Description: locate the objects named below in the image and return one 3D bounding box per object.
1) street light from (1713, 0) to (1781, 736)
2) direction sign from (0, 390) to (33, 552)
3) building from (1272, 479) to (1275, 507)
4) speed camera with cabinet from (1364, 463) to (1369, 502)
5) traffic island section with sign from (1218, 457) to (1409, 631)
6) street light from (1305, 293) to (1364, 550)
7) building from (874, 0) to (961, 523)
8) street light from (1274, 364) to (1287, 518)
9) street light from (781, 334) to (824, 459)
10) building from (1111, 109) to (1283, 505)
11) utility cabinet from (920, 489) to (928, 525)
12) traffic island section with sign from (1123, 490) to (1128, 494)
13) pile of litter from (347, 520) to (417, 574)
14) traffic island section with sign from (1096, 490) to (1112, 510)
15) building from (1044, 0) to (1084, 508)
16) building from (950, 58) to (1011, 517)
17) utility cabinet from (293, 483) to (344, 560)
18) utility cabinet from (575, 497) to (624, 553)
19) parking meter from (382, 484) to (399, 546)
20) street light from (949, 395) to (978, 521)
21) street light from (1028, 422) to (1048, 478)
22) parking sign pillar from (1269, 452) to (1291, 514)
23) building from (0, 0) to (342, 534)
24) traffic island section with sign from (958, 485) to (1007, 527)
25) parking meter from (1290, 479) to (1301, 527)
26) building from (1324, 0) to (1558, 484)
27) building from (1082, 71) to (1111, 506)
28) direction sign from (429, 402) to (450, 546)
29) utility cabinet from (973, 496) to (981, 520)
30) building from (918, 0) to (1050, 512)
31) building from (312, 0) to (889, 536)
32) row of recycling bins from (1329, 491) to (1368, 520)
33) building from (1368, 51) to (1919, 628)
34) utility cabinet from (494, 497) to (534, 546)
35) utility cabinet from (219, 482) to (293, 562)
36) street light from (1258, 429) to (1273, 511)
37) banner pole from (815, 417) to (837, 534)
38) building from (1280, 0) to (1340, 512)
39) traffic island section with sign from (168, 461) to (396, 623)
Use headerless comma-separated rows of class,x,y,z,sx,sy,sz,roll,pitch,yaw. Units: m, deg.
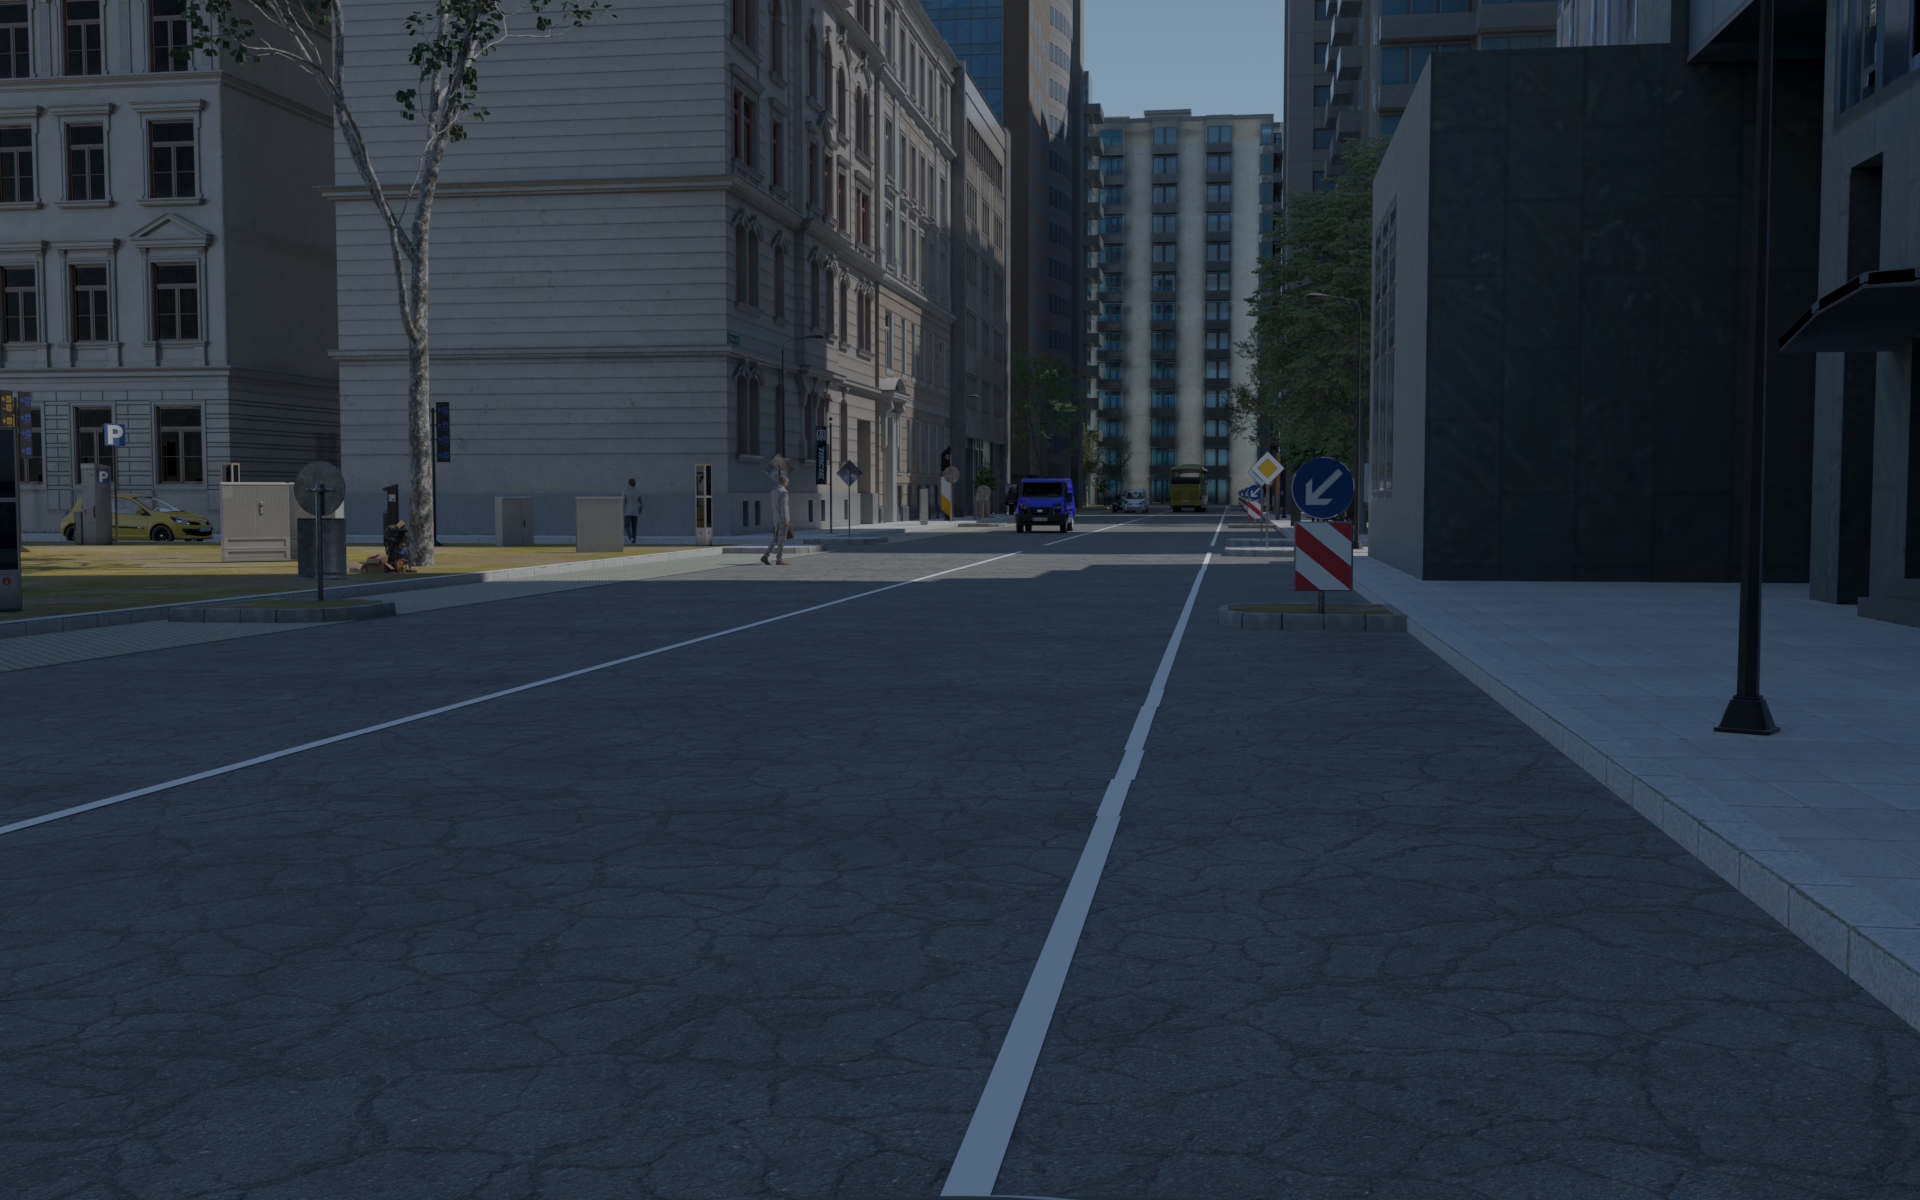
street light,3.726,-2.247,9.284,1.470,5.913,1.316,1,4,9
direction sign,-20.717,-2.818,38.077,0.379,3.537,0.876,1,4,13
building,49.389,-29.950,181.564,32.217,40.220,23.993,1,4,9
speed camera with cabinet,12.491,-3.337,48.889,2.038,3.252,0.660,2,4,24
traffic island section with sign,3.875,-0.647,19.211,1.989,1.847,2.006,1,4,9
street light,8.675,-4.135,40.146,1.470,5.913,1.316,1,4,9
building,-8.090,-18.314,85.331,13.634,28.700,20.117,1,4,9
street light,11.992,-5.432,61.347,1.470,5.913,1.316,1,4,9
street light,-4.643,-4.772,50.557,1.470,5.913,1.316,1,4,9
building,26.016,-36.629,218.494,30.456,49.044,23.786,1,4,9
utility cabinet,-1.519,-3.880,72.113,0.318,1.500,1.173,0,4,-4
traffic island section with sign,17.243,-10.417,178.948,1.989,1.847,2.006,1,4,9
pile of litter,-9.481,-0.883,28.398,1.176,0.858,1.719,0,4,-8
traffic island section with sign,12.943,-8.740,151.529,1.989,1.847,2.006,1,4,9
building,-0.711,-37.422,153.853,21.231,58.520,28.212,1,4,9
building,-4.156,-17.558,105.093,12.078,24.808,19.932,1,4,9
utility cabinet,-12.441,-1.505,33.279,1.173,1.500,0.318,1,4,15
utility cabinet,-7.940,-1.650,38.143,1.020,1.237,0.306,-1,4,-12
parking meter,-13.982,-2.088,42.550,0.372,1.533,0.369,0,3,0
street light,0.167,-6.658,81.398,1.470,5.913,1.316,1,4,9
street light,4.994,-8.531,112.020,1.470,5.913,1.316,1,4,9
parking sign pillar,20.456,-7.465,110.522,1.447,3.967,1.447,0,4,-1
building,-32.156,-13.757,61.079,21.152,22.565,11.583,1,4,9
traffic island section with sign,1.022,-4.098,75.636,1.989,1.847,2.006,1,4,9
parking meter,13.306,-3.842,68.526,0.399,1.863,0.255,-1,4,-11
building,32.881,-29.404,100.369,23.786,49.044,30.456,1,4,9
building,0.012,-34.805,188.665,30.456,49.044,23.786,1,4,9
direction sign,-12.968,-3.101,42.693,0.876,3.537,0.379,1,4,11
utility cabinet,0.858,-4.630,86.863,0.306,1.237,1.020,0,4,-5
building,-0.776,-29.520,132.765,14.600,45.320,14.200,1,4,9
building,-11.378,-16.893,63.583,14.401,28.519,23.554,1,4,9
row of recycling bins,18.945,-4.782,85.301,1.069,1.692,3.534,-2,4,-29
building,17.104,-43.040,16.372,22.319,86.520,31.000,1,4,9
utility cabinet,-11.053,-1.946,42.987,0.306,1.237,1.020,2,4,33
utility cabinet,-13.271,-1.464,32.613,1.173,1.500,0.318,-2,4,-31
street light,16.701,-7.308,92.031,1.470,5.913,1.316,1,4,9
banner pole,-4.362,-4.041,56.092,0.863,3.779,0.401,-3,5,-43
building,35.928,-36.296,135.440,21.231,58.520,28.212,1,4,9
traffic island section with sign,-7.701,-0.700,20.072,1.989,1.847,2.006,1,4,9
